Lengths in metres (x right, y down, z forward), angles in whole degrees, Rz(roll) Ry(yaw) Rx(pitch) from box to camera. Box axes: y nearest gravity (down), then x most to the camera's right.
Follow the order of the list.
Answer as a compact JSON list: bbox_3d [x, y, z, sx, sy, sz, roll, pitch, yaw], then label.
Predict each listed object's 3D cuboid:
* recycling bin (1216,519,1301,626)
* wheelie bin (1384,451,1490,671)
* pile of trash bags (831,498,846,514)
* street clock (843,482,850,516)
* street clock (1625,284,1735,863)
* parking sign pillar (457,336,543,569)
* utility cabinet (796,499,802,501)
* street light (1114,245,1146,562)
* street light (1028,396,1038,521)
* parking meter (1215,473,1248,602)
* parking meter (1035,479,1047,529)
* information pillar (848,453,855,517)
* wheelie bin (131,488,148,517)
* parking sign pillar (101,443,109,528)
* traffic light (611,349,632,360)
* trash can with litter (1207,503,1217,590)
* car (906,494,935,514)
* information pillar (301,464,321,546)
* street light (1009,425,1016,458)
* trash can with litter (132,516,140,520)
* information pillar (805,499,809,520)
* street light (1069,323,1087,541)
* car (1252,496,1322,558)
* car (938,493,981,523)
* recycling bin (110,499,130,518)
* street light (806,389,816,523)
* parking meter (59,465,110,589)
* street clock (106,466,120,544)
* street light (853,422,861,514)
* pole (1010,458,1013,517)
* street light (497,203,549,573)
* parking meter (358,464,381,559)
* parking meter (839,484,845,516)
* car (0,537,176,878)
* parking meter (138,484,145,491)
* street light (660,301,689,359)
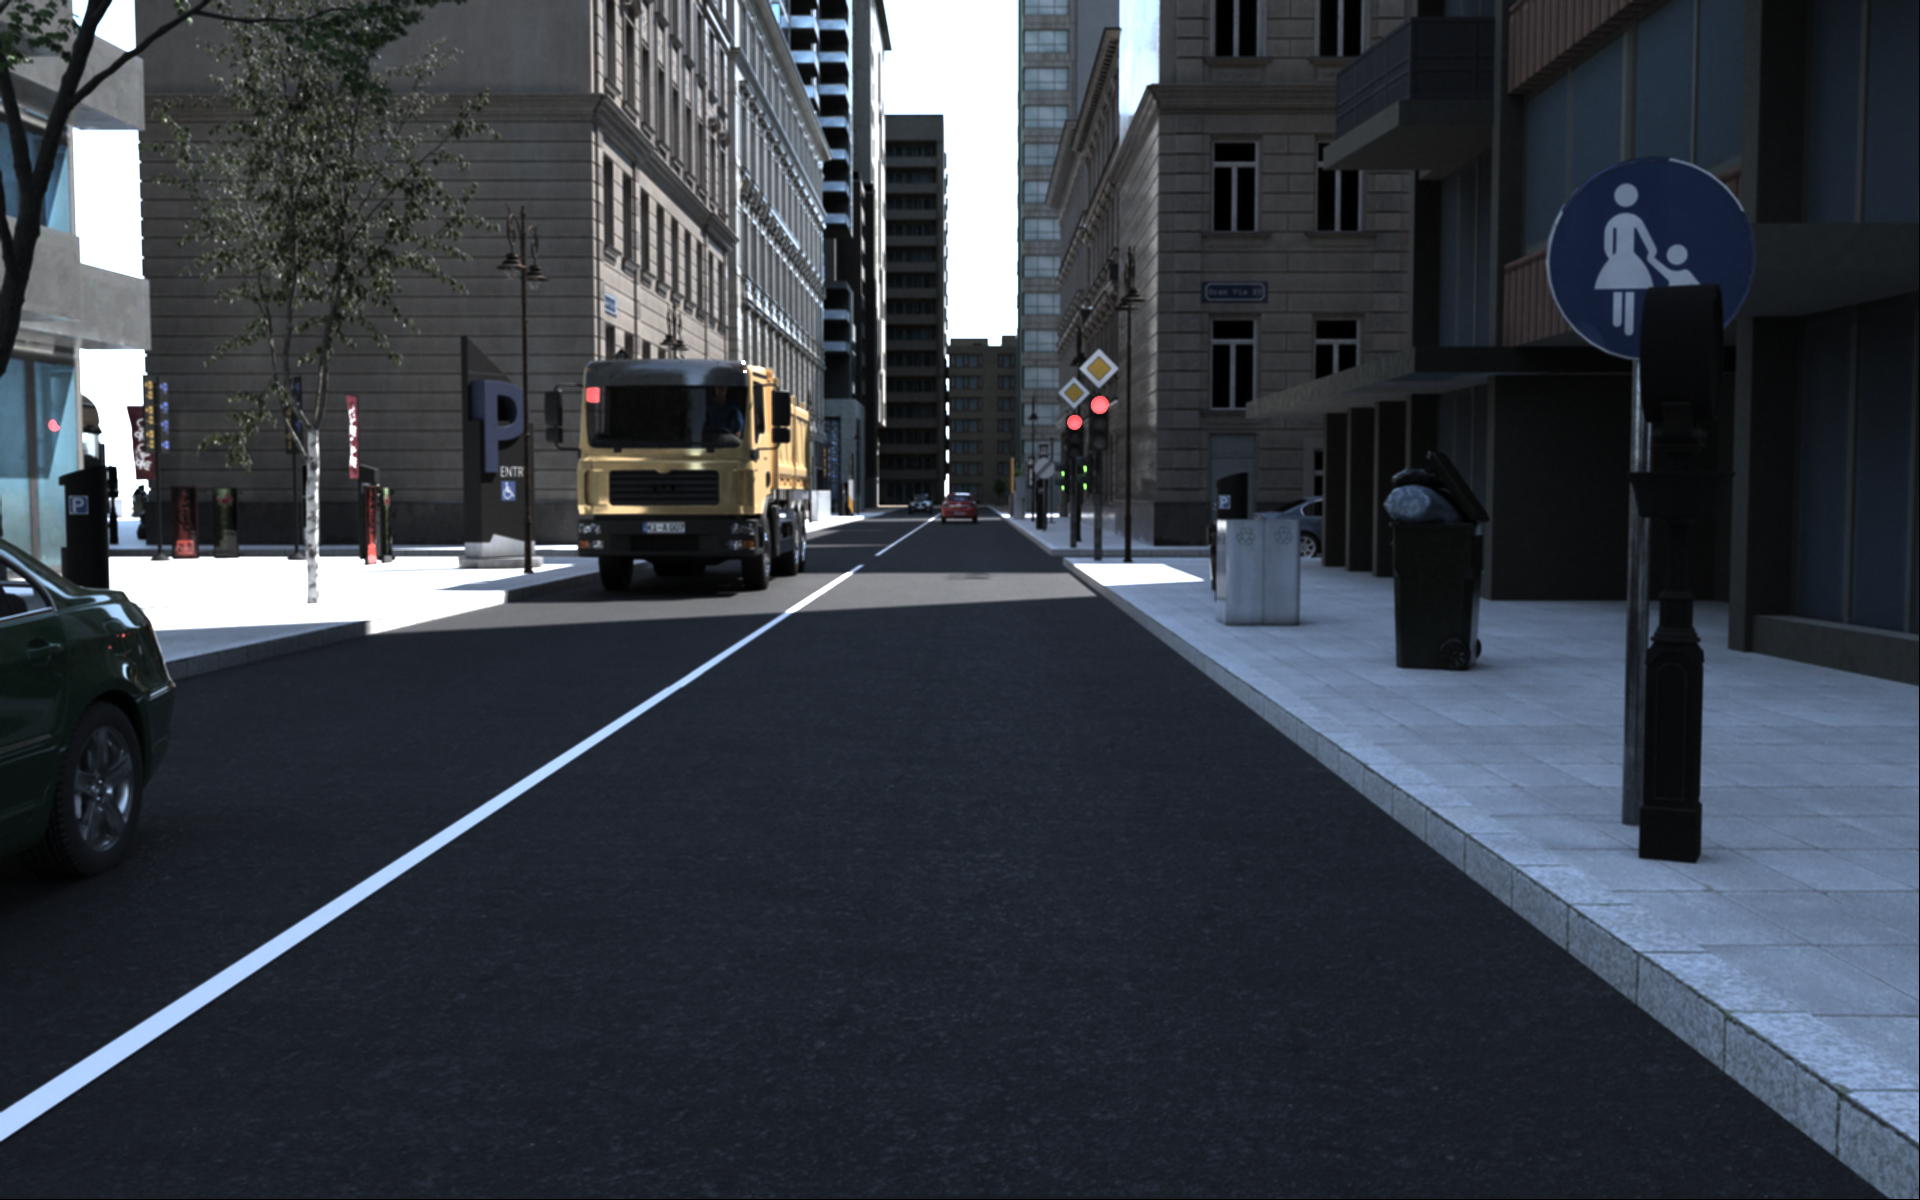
[{"bbox_3d":[2.953,-0.283,17.187,0.722,1.027,0.722,0,4,0],"label":"recycling bin"},{"bbox_3d":[3.528,-0.302,12.849,0.693,1.594,0.980,2,4,24],"label":"wheelie bin"},{"bbox_3d":[-9.021,-6.434,114.950,3.447,1.369,1.912,3,5,41],"label":"pile of trash bags"},{"bbox_3d":[-6.508,-5.852,100.247,0.471,2.002,0.358,-2,4,-34],"label":"street clock"},{"bbox_3d":[2.516,-0.092,6.076,0.358,2.002,0.471,2,4,28],"label":"street clock"},{"bbox_3d":[-8.010,-2.545,30.091,1.447,3.967,1.447,2,4,30],"label":"parking sign pillar"},{"bbox_3d":[-7.536,-4.294,81.375,0.306,1.237,1.020,0,4,-1],"label":"utility cabinet"},{"bbox_3d":[3.163,-3.649,32.446,0.468,5.910,1.993,0,4,0],"label":"street light"},{"bbox_3d":[3.442,-6.651,81.532,0.468,5.910,1.993,0,4,0],"label":"street light"},{"bbox_3d":[3.230,-0.746,20.611,0.372,1.533,0.369,0,3,0],"label":"parking meter"},{"bbox_3d":[2.962,-3.516,63.199,0.399,1.863,0.255,1,4,15],"label":"parking meter"},{"bbox_3d":[-6.211,-6.564,98.673,0.183,3.616,0.504,-2,4,-32],"label":"information pillar"},{"bbox_3d":[-44.941,-5.324,94.956,0.693,1.594,0.980,0,4,7],"label":"wheelie bin"},{"bbox_3d":[-33.104,-4.754,66.200,1.447,3.967,1.447,3,5,45],"label":"parking sign pillar"},{"bbox_3d":[-6.509,-2.725,33.472,0.839,4.253,0.868,0,4,0],"label":"traffic light"},{"bbox_3d":[3.808,-0.706,22.935,1.055,1.170,0.624,1,4,21],"label":"trash can with litter"},{"bbox_3d":[-2.811,-6.958,123.547,2.009,1.686,4.222,0,4,-1],"label":"car"},{"bbox_3d":[-15.937,-2.326,42.529,0.304,2.012,0.304,3,5,40],"label":"information pillar"},{"bbox_3d":[3.534,-8.772,116.203,0.468,5.910,1.993,0,4,0],"label":"street light"},{"bbox_3d":[-43.041,-4.938,91.786,2.233,1.210,1.678,-3,5,-45],"label":"trash can with litter"},{"bbox_3d":[-7.712,-5.039,86.883,0.304,2.012,0.304,2,4,32],"label":"information pillar"},{"bbox_3d":[3.216,-4.531,46.862,0.468,5.910,1.993,0,4,0],"label":"street light"},{"bbox_3d":[8.475,-1.540,37.182,4.499,1.417,2.014,0,4,0],"label":"car"},{"bbox_3d":[-0.038,-4.709,86.040,2.155,1.783,4.494,0,4,0],"label":"car"},{"bbox_3d":[-45.026,-4.910,92.825,0.722,1.027,0.722,0,4,7],"label":"recycling bin"},{"bbox_3d":[-6.631,-6.339,76.426,0.468,5.910,1.993,0,4,0],"label":"street light"},{"bbox_3d":[-7.596,-0.405,15.038,0.372,1.533,0.369,0,3,0],"label":"parking meter"},{"bbox_3d":[-21.749,-2.440,44.462,0.358,2.002,0.471,-2,4,-32],"label":"street clock"},{"bbox_3d":[-6.571,-8.470,111.280,0.468,5.910,1.993,0,4,0],"label":"street light"},{"bbox_3d":[2.889,-6.294,96.744,0.158,3.312,0.155,0,3,0],"label":"pole"},{"bbox_3d":[-6.999,-3.371,27.901,0.468,5.910,1.993,0,4,0],"label":"street light"},{"bbox_3d":[-11.649,-1.743,34.211,0.399,1.863,0.255,0,4,6],"label":"parking meter"},{"bbox_3d":[-6.804,-5.750,99.724,0.255,1.863,0.399,1,4,20],"label":"parking meter"},{"bbox_3d":[-4.101,0.406,5.165,2.131,1.459,4.920,0,4,-1],"label":"car"},{"bbox_3d":[-47.174,-5.754,99.791,0.399,1.863,0.255,-1,4,-21],"label":"parking meter"},{"bbox_3d":[-6.851,-4.215,41.703,0.468,5.910,1.993,0,4,0],"label":"street light"}]
